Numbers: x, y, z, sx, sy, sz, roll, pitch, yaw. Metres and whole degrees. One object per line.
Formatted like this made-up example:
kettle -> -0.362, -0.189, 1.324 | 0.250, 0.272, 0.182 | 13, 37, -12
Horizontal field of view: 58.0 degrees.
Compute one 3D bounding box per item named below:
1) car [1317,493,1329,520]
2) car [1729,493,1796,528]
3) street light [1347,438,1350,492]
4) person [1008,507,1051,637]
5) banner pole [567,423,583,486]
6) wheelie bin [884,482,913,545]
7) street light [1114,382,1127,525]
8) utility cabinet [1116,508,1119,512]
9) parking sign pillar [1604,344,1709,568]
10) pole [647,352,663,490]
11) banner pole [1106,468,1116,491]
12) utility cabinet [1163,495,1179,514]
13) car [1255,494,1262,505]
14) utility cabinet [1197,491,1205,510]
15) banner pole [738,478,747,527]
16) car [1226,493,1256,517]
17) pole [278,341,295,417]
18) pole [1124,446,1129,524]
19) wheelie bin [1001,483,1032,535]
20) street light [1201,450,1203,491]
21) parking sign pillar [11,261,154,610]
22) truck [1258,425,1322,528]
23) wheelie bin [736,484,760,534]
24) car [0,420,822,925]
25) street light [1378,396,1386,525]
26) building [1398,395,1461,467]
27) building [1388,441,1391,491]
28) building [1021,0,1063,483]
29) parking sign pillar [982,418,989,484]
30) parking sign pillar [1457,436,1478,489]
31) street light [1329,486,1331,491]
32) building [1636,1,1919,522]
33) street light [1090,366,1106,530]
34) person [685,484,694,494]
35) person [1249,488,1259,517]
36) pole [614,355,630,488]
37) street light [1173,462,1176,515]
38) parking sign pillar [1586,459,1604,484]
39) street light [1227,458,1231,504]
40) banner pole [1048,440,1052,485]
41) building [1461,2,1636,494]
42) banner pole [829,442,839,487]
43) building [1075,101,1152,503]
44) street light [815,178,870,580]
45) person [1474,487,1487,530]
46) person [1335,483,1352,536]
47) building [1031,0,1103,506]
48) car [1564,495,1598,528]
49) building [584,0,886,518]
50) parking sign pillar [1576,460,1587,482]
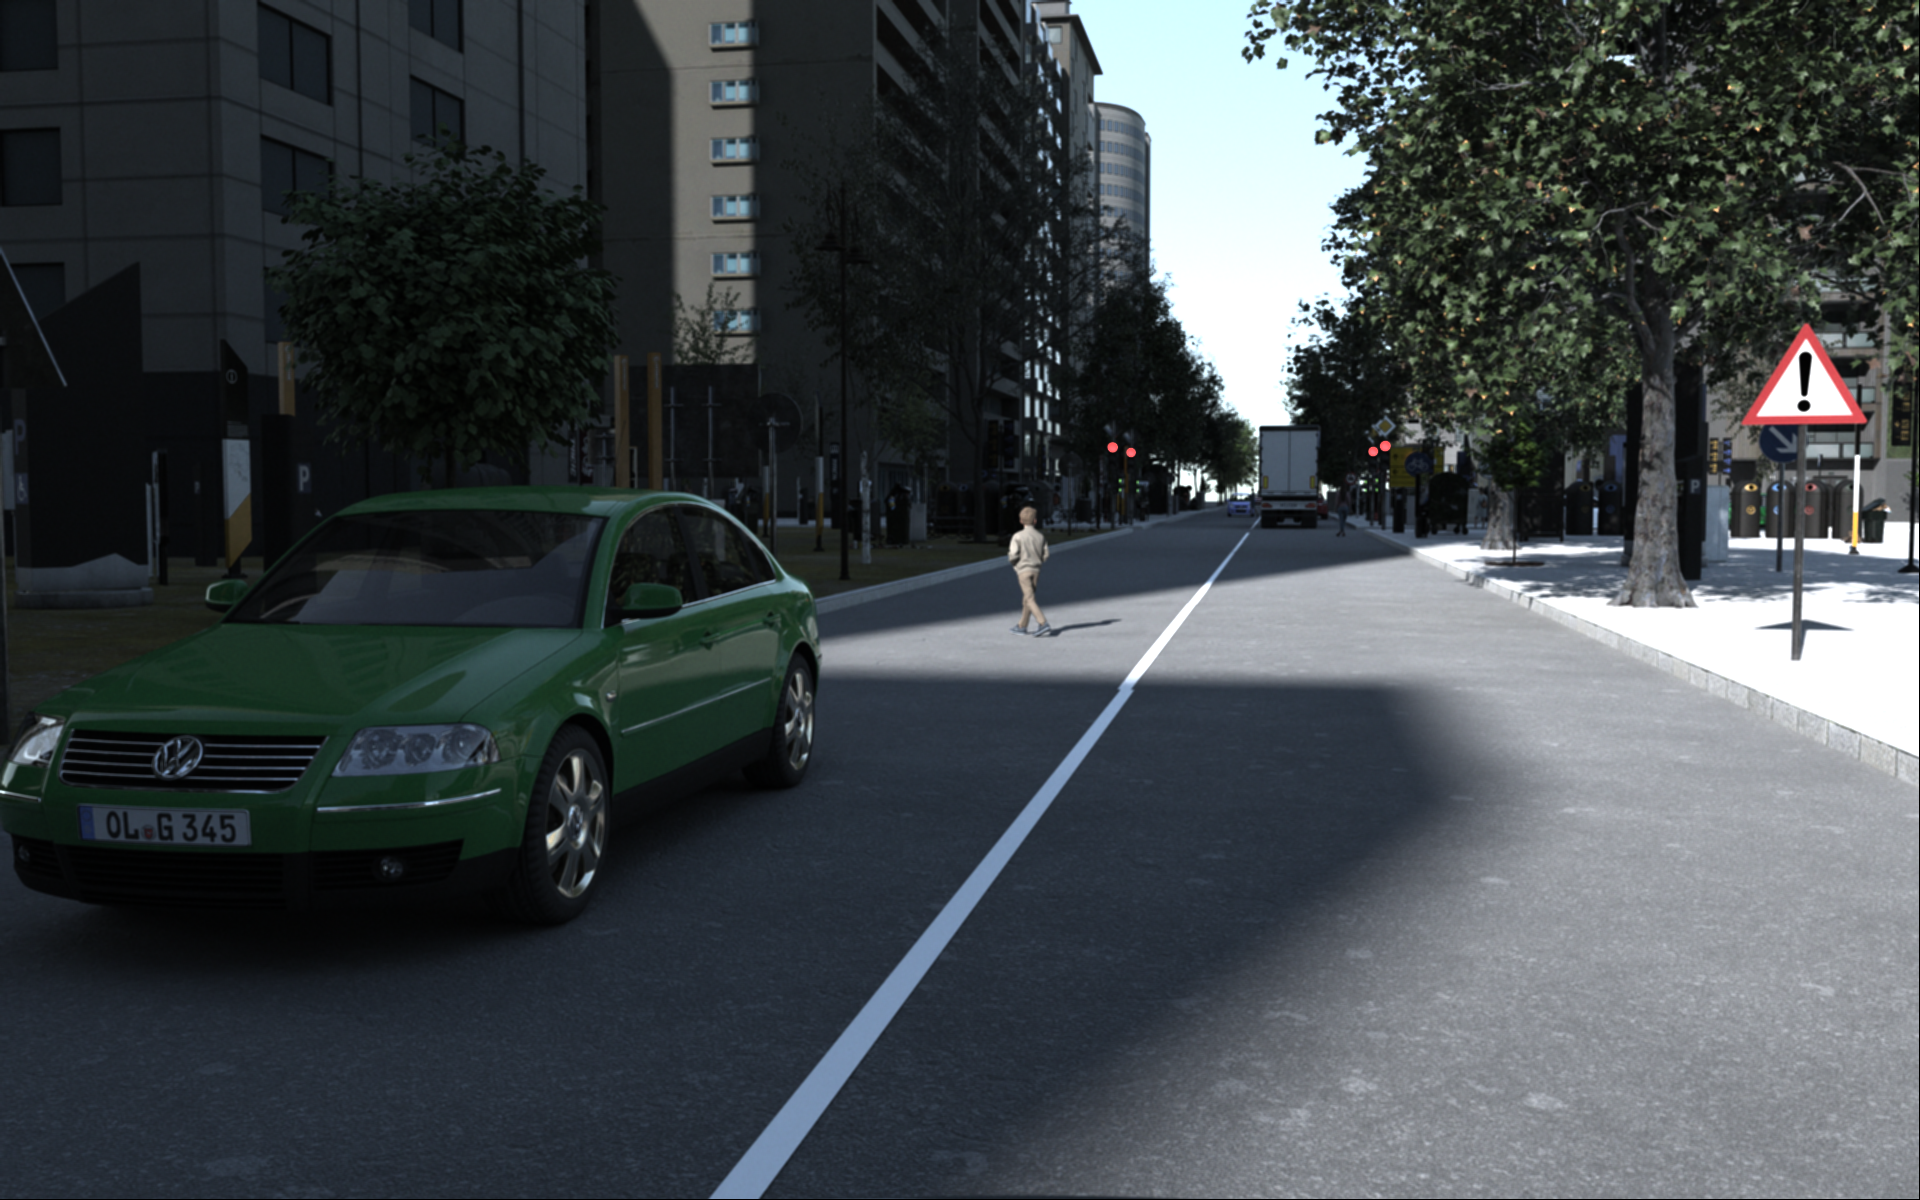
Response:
car -> 20.026, -5.497, 98.910 | 2.155, 1.783, 4.494 | 1, 4, 9
car -> 28.723, -3.329, 63.232 | 4.718, 1.807, 1.959 | 1, 4, 8
street light -> 23.945, -8.206, 106.952 | 0.468, 5.910, 1.993 | 1, 4, 10
person -> 0.684, -0.289, 17.502 | 0.475, 1.303, 0.640 | -3, 5, -44
banner pole -> -10.417, -3.488, 47.050 | 0.401, 3.779, 0.863 | 1, 4, 22
wheelie bin -> -1.555, -2.209, 44.023 | 0.693, 1.594, 0.980 | 0, 4, 4
street light -> 6.637, -6.038, 71.509 | 0.468, 5.910, 1.993 | 1, 4, 10
utility cabinet -> 11.516, -6.855, 120.752 | 1.173, 1.500, 0.318 | 0, 4, -1
parking sign pillar -> 12.474, -2.575, 30.580 | 1.447, 3.967, 1.447 | -3, 5, -43
pole -> -4.404, -1.908, 25.044 | 0.158, 3.312, 0.155 | 0, 3, 0
banner pole -> 12.348, -9.443, 144.408 | 0.401, 3.779, 0.863 | 3, 5, 42
utility cabinet -> 13.849, -6.278, 113.814 | 1.020, 1.237, 0.306 | 0, 4, 0
car -> 34.365, -11.678, 199.974 | 2.155, 1.783, 4.494 | 1, 4, 10
utility cabinet -> 19.751, -8.155, 142.012 | 0.318, 1.500, 1.173 | -1, 4, -11
banner pole -> -6.103, -3.587, 48.664 | 0.401, 3.779, 0.863 | -2, 4, -25
car -> 17.955, -6.183, 110.678 | 1.945, 1.707, 3.694 | 1, 4, 9
pole -> -9.030, -1.801, 23.294 | 0.158, 3.312, 0.155 | 0, 3, 0
pole -> 7.059, -4.871, 73.476 | 0.158, 3.312, 0.155 | 0, 3, 0
wheelie bin -> 1.659, -2.546, 49.537 | 0.980, 1.594, 0.693 | -3, 4, -37
street light -> 20.684, -10.701, 147.747 | 0.468, 5.910, 1.993 | 1, 4, 10
parking sign pillar -> -10.069, -1.917, 19.811 | 1.447, 3.967, 1.447 | 3, 5, 41
truck -> 14.488, -5.331, 76.070 | 2.839, 4.237, 11.283 | 1, 4, 11
wheelie bin -> -6.827, -2.929, 55.804 | 0.693, 1.594, 0.980 | -1, 4, -23
car -> -1.888, 0.093, 7.277 | 1.959, 1.807, 4.718 | 1, 4, 10
street light -> 17.299, -6.015, 71.133 | 0.468, 5.910, 1.993 | 1, 4, 10
building -> 80.467, -41.002, 259.627 | 28.713, 52.752, 27.495 | 1, 4, 10
building -> 82.287, -40.406, 284.333 | 21.300, 48.544, 21.600 | 1, 4, 10
building -> -2.518, -33.305, 164.153 | 23.786, 49.044, 30.456 | 1, 4, 10
parking sign pillar -> 0.783, -4.446, 61.163 | 1.447, 3.967, 1.447 | 0, 4, -1
parking sign pillar -> 22.791, -5.495, 78.314 | 1.447, 3.967, 1.447 | 1, 4, 8
street light -> 30.998, -10.556, 145.386 | 0.468, 5.910, 1.993 | 1, 4, 10
building -> 41.524, -24.520, 84.491 | 14.086, 41.232, 14.154 | 1, 4, 10
street light -> 4.996, -5.490, 62.543 | 0.468, 5.910, 1.993 | 1, 4, 10
person -> -11.083, -3.815, 70.851 | 0.573, 1.828, 0.580 | -2, 4, -35
person -> 18.036, -5.989, 106.449 | 0.654, 1.822, 0.581 | 3, 5, 41
pole -> -4.969, -1.937, 25.510 | 0.158, 3.312, 0.155 | 0, 3, 0
street light -> 13.429, -8.283, 108.222 | 0.468, 5.910, 1.993 | 1, 4, 10
parking sign pillar -> 21.862, -4.203, 57.186 | 1.447, 3.967, 1.447 | -2, 4, -29
street light -> 35.583, -15.646, 228.592 | 0.468, 5.910, 1.993 | 1, 4, 10
banner pole -> 4.178, -5.532, 80.472 | 0.401, 3.779, 0.863 | -1, 4, -9
building -> 59.869, -51.779, 159.259 | 22.319, 86.520, 31.000 | 1, 4, 10
banner pole -> -5.178, -5.109, 73.545 | 0.863, 3.779, 0.401 | 2, 4, 24
building -> 16.870, -43.856, 259.042 | 21.231, 58.520, 28.212 | 1, 4, 10
street light -> -1.728, -3.240, 25.768 | 0.468, 5.910, 1.993 | 1, 4, 10
person -> 19.798, -3.442, 65.777 | 0.512, 1.701, 0.522 | -2, 4, -25
person -> 12.964, -3.059, 58.529 | 0.555, 1.821, 0.388 | 0, 4, -2
building -> 0.362, -36.922, 192.916 | 28.713, 52.752, 27.495 | 1, 4, 10
car -> 23.495, -3.244, 65.045 | 4.499, 1.417, 2.014 | 1, 4, 10
building -> -13.100, -29.278, 102.392 | 21.300, 48.544, 21.600 | 1, 4, 10
parking sign pillar -> 35.694, -6.776, 99.254 | 1.447, 3.967, 1.447 | 2, 4, 35
